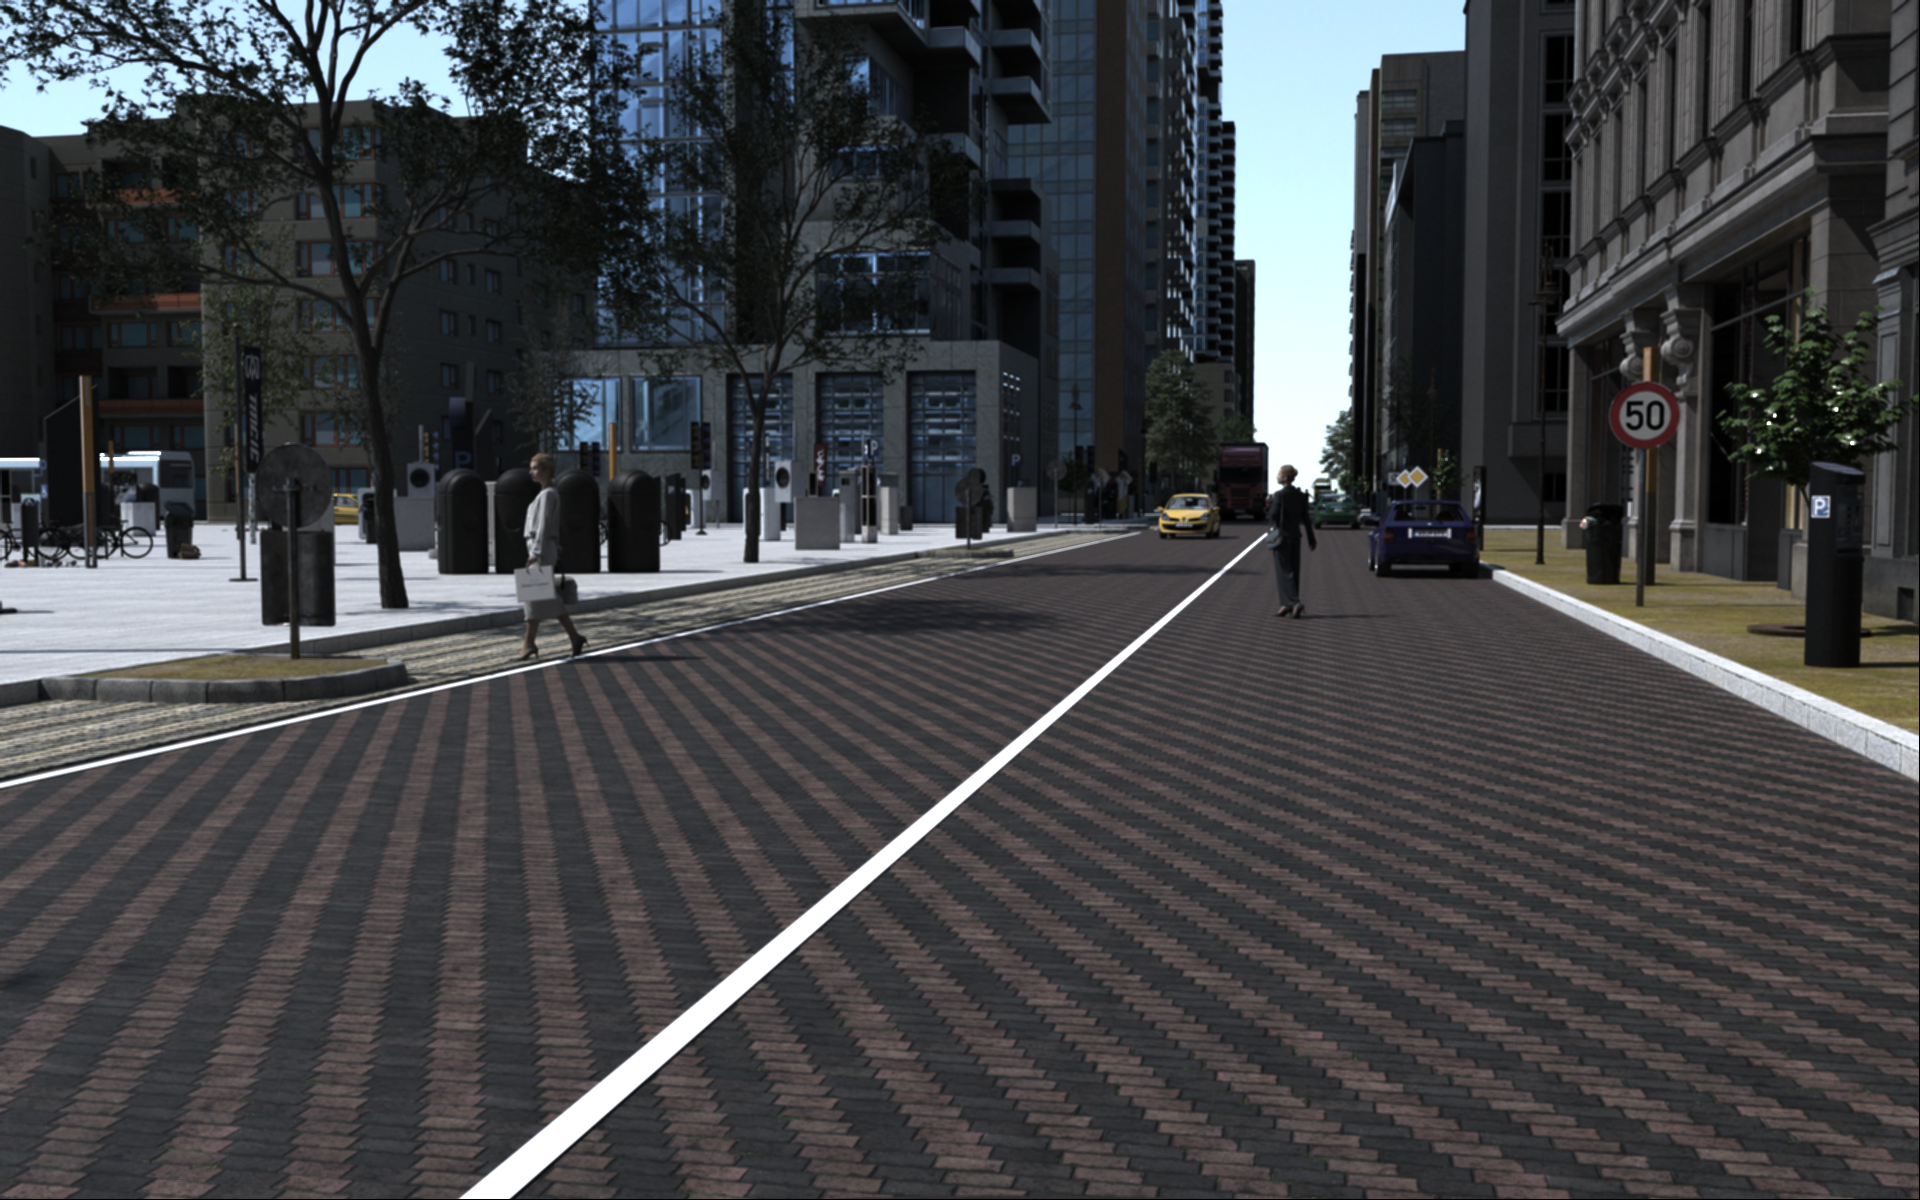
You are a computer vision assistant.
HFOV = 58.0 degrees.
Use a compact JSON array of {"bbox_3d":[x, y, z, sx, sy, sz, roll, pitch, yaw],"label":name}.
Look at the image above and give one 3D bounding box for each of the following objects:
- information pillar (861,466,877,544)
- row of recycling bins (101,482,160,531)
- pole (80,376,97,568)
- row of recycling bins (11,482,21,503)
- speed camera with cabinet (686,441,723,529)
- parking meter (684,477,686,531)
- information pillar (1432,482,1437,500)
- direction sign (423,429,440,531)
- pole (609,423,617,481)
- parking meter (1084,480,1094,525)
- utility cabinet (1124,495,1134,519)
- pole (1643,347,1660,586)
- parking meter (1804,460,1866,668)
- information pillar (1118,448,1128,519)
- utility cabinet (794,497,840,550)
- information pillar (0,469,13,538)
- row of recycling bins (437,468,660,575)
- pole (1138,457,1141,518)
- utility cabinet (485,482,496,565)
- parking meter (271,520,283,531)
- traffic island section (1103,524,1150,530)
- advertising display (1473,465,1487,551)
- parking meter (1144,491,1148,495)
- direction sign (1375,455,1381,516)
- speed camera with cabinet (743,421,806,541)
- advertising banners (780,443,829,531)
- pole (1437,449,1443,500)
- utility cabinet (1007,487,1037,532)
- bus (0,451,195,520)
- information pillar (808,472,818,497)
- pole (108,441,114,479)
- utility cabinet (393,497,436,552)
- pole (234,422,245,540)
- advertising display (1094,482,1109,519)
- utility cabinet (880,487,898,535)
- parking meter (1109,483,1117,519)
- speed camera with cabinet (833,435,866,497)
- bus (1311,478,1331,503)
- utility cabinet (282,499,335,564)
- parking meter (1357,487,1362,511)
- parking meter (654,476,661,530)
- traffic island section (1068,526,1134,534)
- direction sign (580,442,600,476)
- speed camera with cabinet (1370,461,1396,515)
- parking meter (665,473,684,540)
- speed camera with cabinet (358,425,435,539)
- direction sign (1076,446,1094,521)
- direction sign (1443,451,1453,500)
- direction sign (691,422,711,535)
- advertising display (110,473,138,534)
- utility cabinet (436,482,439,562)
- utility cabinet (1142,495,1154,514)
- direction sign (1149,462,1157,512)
[{"bbox_3d":[-2.358,-2.480,45.046,0.304,2.012,0.304,-3,4,-37],"label":"information pillar"},{"bbox_3d":[-29.415,-3.279,60.732,1.069,1.692,3.534,1,4,10],"label":"row of recycling bins"},{"bbox_3d":[-15.077,-2.209,29.958,0.158,3.312,0.155,0,3,0],"label":"pole"},{"bbox_3d":[-31.668,-2.939,55.170,3.534,1.692,1.069,0,4,1],"label":"row of recycling bins"},{"bbox_3d":[-9.692,-4.303,64.685,0.660,3.252,2.038,-3,5,-43],"label":"speed camera with cabinet"},{"bbox_3d":[-9.669,-3.302,59.705,0.399,1.863,0.255,-2,4,-24],"label":"parking meter"},{"bbox_3d":[23.128,-4.873,84.160,0.304,2.012,0.304,-2,4,-26],"label":"information pillar"},{"bbox_3d":[-18.441,-4.186,60.437,0.876,3.537,0.379,2,4,35],"label":"direction sign"},{"bbox_3d":[-9.963,-3.421,49.770,0.158,3.312,0.155,0,3,0],"label":"pole"},{"bbox_3d":[5.415,-4.089,72.569,0.399,1.863,0.255,0,4,-4],"label":"parking meter"},{"bbox_3d":[8.669,-4.786,89.409,0.306,1.237,1.020,-1,4,-12],"label":"utility cabinet"},{"bbox_3d":[9.612,-1.854,24.160,0.158,3.312,0.155,0,3,0],"label":"pole"},{"bbox_3d":[6.515,-0.274,12.896,0.372,1.533,0.369,0,3,0],"label":"parking meter"},{"bbox_3d":[8.228,-5.886,87.592,0.504,3.616,0.183,-1,4,-16],"label":"information pillar"},{"bbox_3d":[-3.292,-1.755,39.859,1.020,1.237,0.306,-1,4,-12],"label":"utility cabinet"},{"bbox_3d":[-27.669,-2.796,50.200,0.304,2.012,0.304,-2,4,-35],"label":"information pillar"},{"bbox_3d":[-6.674,-1.288,28.172,3.534,1.692,1.069,-1,4,-11],"label":"row of recycling bins"},{"bbox_3d":[9.744,-6.129,94.060,0.158,3.312,0.155,0,3,0],"label":"pole"},{"bbox_3d":[-8.721,-1.375,31.165,1.173,1.500,0.318,2,4,27],"label":"utility cabinet"},{"bbox_3d":[-14.726,-1.937,37.389,0.255,1.863,0.399,-1,4,-15],"label":"parking meter"},{"bbox_3d":[6.702,-2.990,71.164,2.009,0.180,2.903,1,4,11],"label":"traffic island section"},{"bbox_3d":[11.796,-2.087,39.340,0.123,1.923,0.974,0,4,7],"label":"advertising display"},{"bbox_3d":[13.915,-7.426,129.825,0.372,1.533,0.369,0,3,0],"label":"parking meter"},{"bbox_3d":[24.292,-6.635,100.475,0.379,3.537,0.876,0,4,-2],"label":"direction sign"},{"bbox_3d":[-5.065,-3.228,47.108,2.038,3.252,0.660,3,5,44],"label":"speed camera with cabinet"},{"bbox_3d":[-5.546,-3.899,59.937,2.074,3.025,0.090,0,4,8],"label":"advertising banners"},{"bbox_3d":[21.566,-5.137,77.835,0.158,3.312,0.155,0,3,0],"label":"pole"},{"bbox_3d":[2.057,-3.005,57.808,0.318,1.500,1.173,3,5,42],"label":"utility cabinet"},{"bbox_3d":[-40.468,-4.983,76.329,13.247,3.499,2.948,1,4,11],"label":"bus"},{"bbox_3d":[-4.933,-3.282,58.153,0.304,2.012,0.304,0,4,-1],"label":"information pillar"},{"bbox_3d":[-32.554,-4.443,66.490,0.158,3.312,0.155,0,3,0],"label":"pole"},{"bbox_3d":[-12.320,-1.693,38.846,1.020,1.237,0.306,-2,4,-28],"label":"utility cabinet"},{"bbox_3d":[-20.219,-3.350,48.613,0.158,3.312,0.155,0,3,0],"label":"pole"},{"bbox_3d":[7.373,-5.237,90.839,0.974,1.923,0.123,3,5,43],"label":"advertising display"},{"bbox_3d":[-2.220,-2.806,54.551,0.318,1.500,1.173,-1,4,-16],"label":"utility cabinet"},{"bbox_3d":[7.852,-5.094,89.003,0.399,1.863,0.255,0,4,6],"label":"parking meter"},{"bbox_3d":[-3.678,-3.918,58.401,0.660,3.252,2.038,-2,4,-25],"label":"speed camera with cabinet"},{"bbox_3d":[55.790,-16.860,267.205,2.896,3.916,12.252,1,4,10],"label":"bus"},{"bbox_3d":[-11.737,-1.228,31.240,0.306,1.237,1.020,1,4,22],"label":"utility cabinet"},{"bbox_3d":[31.081,-7.897,134.823,0.399,1.863,0.255,1,4,17],"label":"parking meter"},{"bbox_3d":[-9.863,-3.072,55.933,0.399,1.863,0.255,-1,4,-14],"label":"parking meter"},{"bbox_3d":[5.105,-2.511,63.339,2.009,0.180,2.903,1,4,11],"label":"traffic island section"},{"bbox_3d":[-16.077,-5.095,75.299,0.876,3.537,0.379,-2,4,-30],"label":"direction sign"},{"bbox_3d":[25.573,-6.751,104.720,0.660,3.252,2.038,-1,4,-16],"label":"speed camera with cabinet"},{"bbox_3d":[-8.022,-2.612,48.419,0.399,1.863,0.255,1,4,18],"label":"parking meter"},{"bbox_3d":[-16.077,-3.368,49.402,2.038,3.252,0.660,-1,4,-8],"label":"speed camera with cabinet"},{"bbox_3d":[5.878,-5.470,81.431,0.876,3.537,0.379,1,4,19],"label":"direction sign"},{"bbox_3d":[25.545,-6.066,91.182,0.876,3.537,0.379,-1,4,-13],"label":"direction sign"},{"bbox_3d":[-8.156,-3.826,54.545,0.379,3.537,0.876,2,4,34],"label":"direction sign"},{"bbox_3d":[-25.510,-2.915,52.866,0.123,1.923,0.974,1,4,19],"label":"advertising display"},{"bbox_3d":[-9.755,-1.480,32.884,0.318,1.500,1.173,-1,4,-15],"label":"utility cabinet"},{"bbox_3d":[12.442,-6.327,114.606,0.306,1.237,1.020,3,5,44],"label":"utility cabinet"},{"bbox_3d":[13.584,-7.942,121.843,0.379,3.537,0.876,3,5,41],"label":"direction sign"}]
